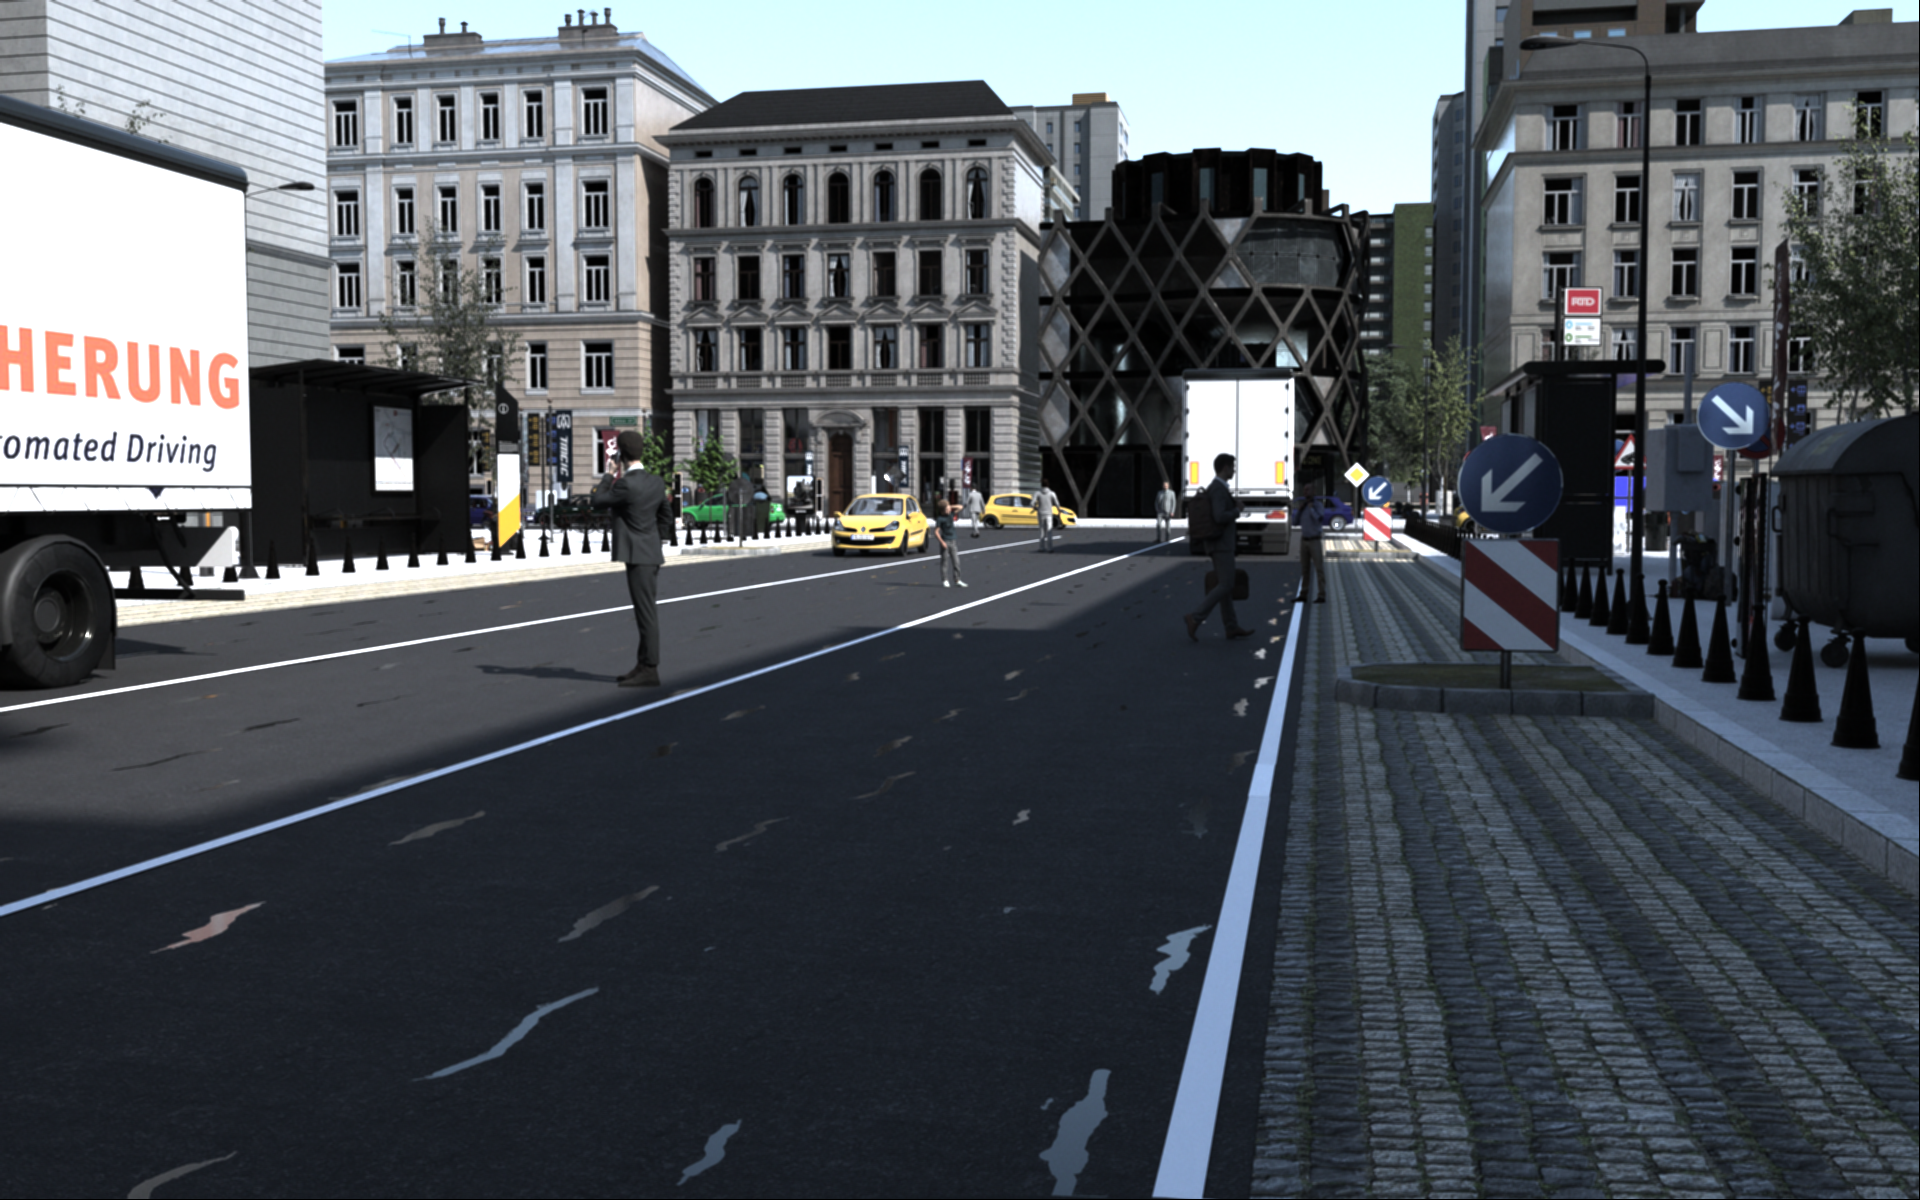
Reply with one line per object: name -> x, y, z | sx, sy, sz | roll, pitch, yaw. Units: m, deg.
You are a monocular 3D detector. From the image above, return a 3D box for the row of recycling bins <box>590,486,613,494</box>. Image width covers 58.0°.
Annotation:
row of recycling bins -> -17.410, -4.979, 88.519 | 3.534, 1.692, 1.069 | 2, 4, 27

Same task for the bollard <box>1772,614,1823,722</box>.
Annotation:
bollard -> 4.776, 0.381, 9.818 | 0.229, 0.601, 0.229 | 0, 3, 0

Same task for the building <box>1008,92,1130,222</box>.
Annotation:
building -> 10.801, -43.863, 259.161 | 28.212, 58.520, 21.231 | 1, 4, 12

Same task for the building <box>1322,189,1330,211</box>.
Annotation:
building -> 45.461, -36.591, 248.380 | 14.200, 45.320, 14.600 | 1, 4, 12

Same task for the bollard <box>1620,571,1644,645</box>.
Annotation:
bollard -> 5.828, 0.073, 14.856 | 0.229, 0.601, 0.229 | 0, 3, 0

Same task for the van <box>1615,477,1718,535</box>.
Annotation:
van -> 24.954, -3.427, 60.416 | 5.245, 2.365, 2.240 | 1, 4, 12

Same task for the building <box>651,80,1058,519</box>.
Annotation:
building -> -5.359, -16.275, 94.968 | 19.941, 23.489, 11.050 | 1, 4, 12

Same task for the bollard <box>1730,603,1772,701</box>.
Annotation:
bollard -> 4.984, 0.319, 10.823 | 0.229, 0.601, 0.229 | 0, 3, 0

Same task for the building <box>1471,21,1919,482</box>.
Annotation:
building -> 41.720, -15.503, 86.758 | 30.059, 22.955, 16.112 | 1, 4, 12

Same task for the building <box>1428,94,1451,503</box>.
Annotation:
building -> 81.118, -42.924, 243.800 | 28.212, 58.520, 21.231 | 1, 4, 12

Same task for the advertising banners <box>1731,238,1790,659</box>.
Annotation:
advertising banners -> 5.955, -1.022, 12.898 | 0.090, 3.025, 2.074 | 1, 4, 17

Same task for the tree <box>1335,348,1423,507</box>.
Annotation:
tree -> 35.308, -14.867, 149.732 | 9.857, 13.997, 8.962 | 0, 3, 0

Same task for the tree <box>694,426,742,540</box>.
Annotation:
tree -> -6.917, -3.318, 48.849 | 1.663, 3.219, 1.824 | 0, 3, 0

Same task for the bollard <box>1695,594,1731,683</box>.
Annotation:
bollard -> 5.196, 0.257, 11.841 | 0.229, 0.601, 0.229 | 0, 3, 0

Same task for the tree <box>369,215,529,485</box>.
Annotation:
tree -> -13.232, -5.829, 45.673 | 4.360, 8.622, 3.978 | 0, 3, 0

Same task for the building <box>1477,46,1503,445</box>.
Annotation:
building -> 55.341, -29.178, 160.655 | 14.154, 41.232, 14.086 | 1, 4, 12

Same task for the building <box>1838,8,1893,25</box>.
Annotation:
building -> 87.036, -33.981, 179.298 | 21.600, 48.544, 21.300 | 1, 4, 12

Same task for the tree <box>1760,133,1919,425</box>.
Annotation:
tree -> 18.928, -5.252, 36.227 | 4.360, 8.622, 3.978 | 0, 3, 0

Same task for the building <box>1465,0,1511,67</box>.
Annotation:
building -> 63.130, -39.037, 180.248 | 21.231, 58.520, 28.212 | 1, 4, 12

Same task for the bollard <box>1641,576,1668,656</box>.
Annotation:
bollard -> 5.615, 0.134, 13.851 | 0.229, 0.601, 0.229 | 0, 3, 0

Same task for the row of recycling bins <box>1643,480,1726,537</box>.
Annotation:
row of recycling bins -> 22.010, -2.700, 51.256 | 3.534, 1.692, 1.069 | 3, 5, 40

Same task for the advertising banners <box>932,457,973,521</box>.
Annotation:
advertising banners -> -0.349, -5.208, 81.339 | 2.074, 3.025, 0.090 | 1, 4, 20

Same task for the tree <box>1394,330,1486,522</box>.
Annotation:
tree -> 21.802, -7.835, 78.464 | 4.737, 8.622, 4.395 | 0, 3, 0

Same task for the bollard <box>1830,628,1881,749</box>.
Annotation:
bollard -> 4.563, 0.442, 8.809 | 0.229, 0.601, 0.229 | 0, 3, 0

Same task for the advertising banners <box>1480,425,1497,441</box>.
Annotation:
advertising banners -> 14.226, -2.959, 44.575 | 2.074, 3.025, 0.090 | -1, 4, -18

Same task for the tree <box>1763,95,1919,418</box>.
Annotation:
tree -> 16.867, -4.937, 31.079 | 4.737, 8.622, 4.395 | 0, 3, 0

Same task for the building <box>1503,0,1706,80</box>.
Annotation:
building -> 53.521, -30.360, 146.489 | 14.600, 45.320, 14.200 | 1, 4, 12

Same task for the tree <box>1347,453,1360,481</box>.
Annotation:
tree -> 46.729, -15.495, 203.705 | 4.360, 8.622, 3.978 | 0, 3, 0

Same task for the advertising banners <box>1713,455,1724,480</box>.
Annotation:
advertising banners -> 34.522, -4.958, 77.244 | 2.074, 3.025, 0.090 | 0, 3, 0

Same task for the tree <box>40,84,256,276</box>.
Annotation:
tree -> -15.656, -5.006, 32.203 | 4.360, 8.622, 3.978 | 0, 3, 0

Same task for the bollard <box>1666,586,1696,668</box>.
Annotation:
bollard -> 5.406, 0.195, 12.846 | 0.229, 0.601, 0.229 | 0, 3, 0

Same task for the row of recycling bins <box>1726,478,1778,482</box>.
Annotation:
row of recycling bins -> 20.843, -2.177, 42.707 | 3.534, 1.692, 1.069 | -1, 4, -13

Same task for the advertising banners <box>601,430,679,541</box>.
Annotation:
advertising banners -> -8.762, -3.135, 47.444 | 2.074, 3.025, 0.090 | -1, 4, -10

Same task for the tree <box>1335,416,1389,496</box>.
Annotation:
tree -> 43.452, -15.976, 186.959 | 9.928, 11.665, 9.643 | 0, 3, 0

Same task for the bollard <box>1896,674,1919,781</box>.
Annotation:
bollard -> 4.355, 0.504, 7.803 | 0.229, 0.601, 0.229 | 0, 3, 0

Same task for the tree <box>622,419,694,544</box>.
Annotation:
tree -> -7.911, -3.058, 44.597 | 1.663, 3.219, 1.824 | 0, 3, 0

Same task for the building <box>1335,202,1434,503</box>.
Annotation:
building -> 59.290, -34.370, 245.548 | 14.086, 41.232, 14.154 | 1, 4, 12

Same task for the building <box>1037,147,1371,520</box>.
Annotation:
building -> 13.548, -13.855, 93.979 | 16.811, 18.784, 16.820 | 1, 4, 12

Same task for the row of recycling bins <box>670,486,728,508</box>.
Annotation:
row of recycling bins -> -13.305, -4.838, 86.216 | 3.534, 1.692, 1.069 | -1, 4, -14

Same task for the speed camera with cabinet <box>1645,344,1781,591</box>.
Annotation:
speed camera with cabinet -> 10.258, -1.761, 23.126 | 2.038, 3.252, 0.660 | 0, 4, -5

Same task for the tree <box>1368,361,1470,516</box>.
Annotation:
tree -> 25.190, -8.845, 94.975 | 4.360, 8.622, 3.978 | 0, 3, 0

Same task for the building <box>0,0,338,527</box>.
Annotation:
building -> -33.386, -16.443, 46.339 | 29.804, 29.767, 11.434 | 1, 4, 12

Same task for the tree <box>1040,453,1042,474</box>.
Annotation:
tree -> 5.733, -11.172, 133.024 | 4.737, 8.622, 4.395 | 0, 3, 0

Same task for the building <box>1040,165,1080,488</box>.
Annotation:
building -> 0.089, -30.594, 192.099 | 23.993, 40.220, 32.217 | 1, 4, 12

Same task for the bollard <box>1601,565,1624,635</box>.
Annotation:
bollard -> 6.039, 0.011, 15.860 | 0.229, 0.601, 0.229 | 0, 3, 0

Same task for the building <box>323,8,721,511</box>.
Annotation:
building -> -25.220, -19.178, 99.462 | 20.117, 28.700, 13.634 | 1, 4, 12

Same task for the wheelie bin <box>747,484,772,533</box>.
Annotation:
wheelie bin -> -6.641, -3.012, 57.160 | 0.693, 1.594, 0.980 | -3, 5, -41

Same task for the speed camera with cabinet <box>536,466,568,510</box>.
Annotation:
speed camera with cabinet -> -19.460, -5.397, 82.573 | 0.660, 3.252, 2.038 | 1, 4, 17
